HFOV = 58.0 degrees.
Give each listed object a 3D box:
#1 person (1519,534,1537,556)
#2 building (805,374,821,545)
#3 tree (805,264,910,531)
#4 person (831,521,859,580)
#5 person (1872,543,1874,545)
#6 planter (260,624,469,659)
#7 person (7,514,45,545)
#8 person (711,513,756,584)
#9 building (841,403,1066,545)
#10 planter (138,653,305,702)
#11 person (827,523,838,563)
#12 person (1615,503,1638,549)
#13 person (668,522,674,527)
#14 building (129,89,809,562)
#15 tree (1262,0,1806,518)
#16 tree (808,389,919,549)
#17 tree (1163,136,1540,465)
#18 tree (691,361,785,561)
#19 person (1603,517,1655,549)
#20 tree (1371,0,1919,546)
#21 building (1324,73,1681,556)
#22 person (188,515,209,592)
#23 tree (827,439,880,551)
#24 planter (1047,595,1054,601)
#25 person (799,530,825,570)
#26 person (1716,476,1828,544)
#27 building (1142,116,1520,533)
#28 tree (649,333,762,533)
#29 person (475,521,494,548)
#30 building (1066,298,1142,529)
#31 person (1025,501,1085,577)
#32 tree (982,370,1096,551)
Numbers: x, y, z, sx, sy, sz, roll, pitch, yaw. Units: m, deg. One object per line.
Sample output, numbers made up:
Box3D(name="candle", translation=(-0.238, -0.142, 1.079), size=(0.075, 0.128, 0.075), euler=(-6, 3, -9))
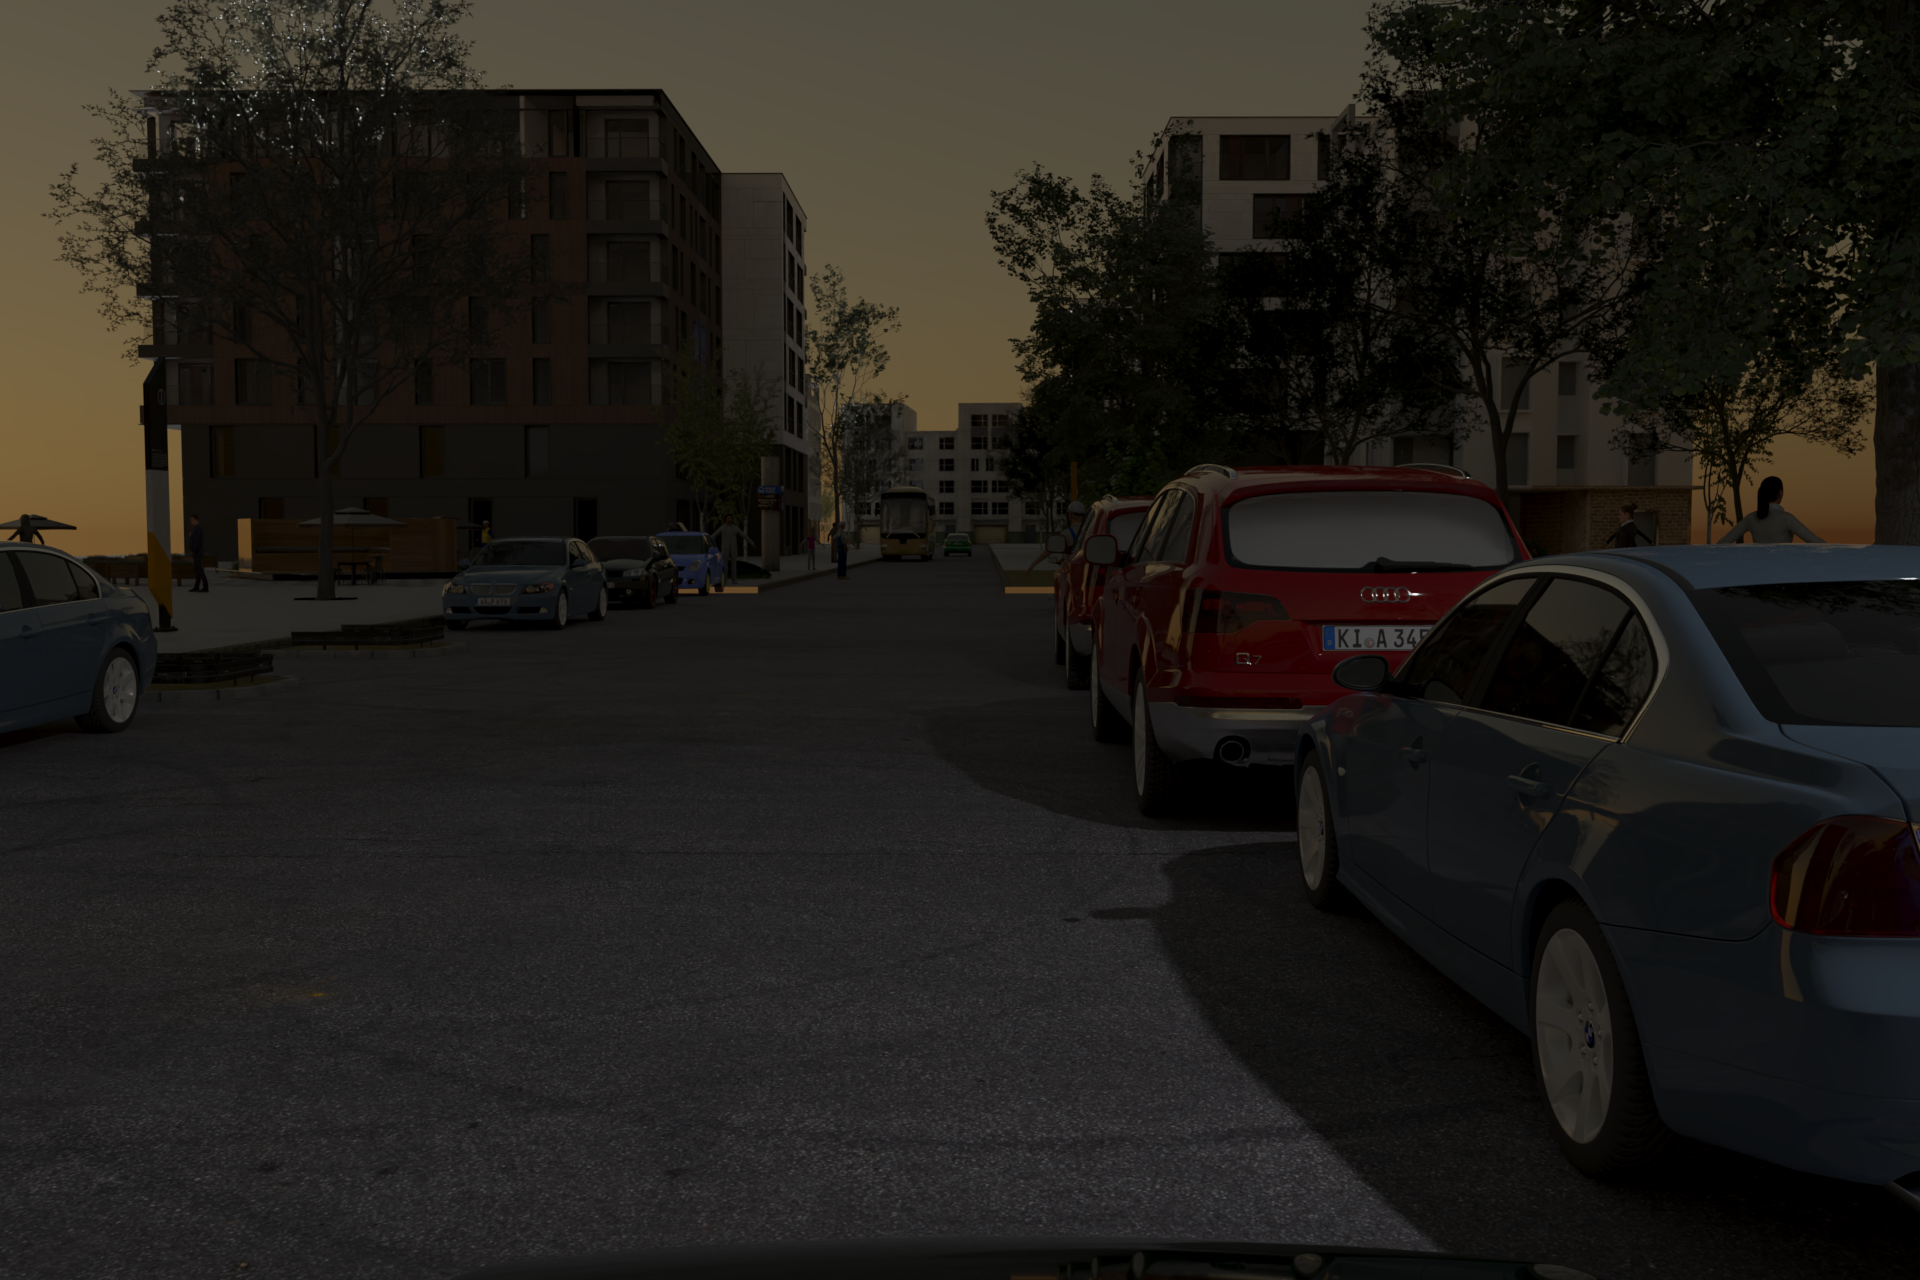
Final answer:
Box3D(name="person", translation=(9.033, -1.360, 29.011), size=(1.217, 1.736, 0.721), euler=(2, 4, 28))
Box3D(name="building", translation=(-22.620, -21.336, 205.266), size=(16.016, 20.090, 11.380), euler=(0, 4, 0))
Box3D(name="tree", translation=(-9.818, -16.421, 124.371), size=(12.611, 20.169, 13.585), euler=(0, 3, 0))
Box3D(name="person", translation=(-3.698, -2.837, 54.703), size=(0.705, 1.847, 1.347), euler=(-3, 5, -42))
Box3D(name="person", translation=(9.334, -0.644, 17.345), size=(0.721, 1.737, 1.217), euler=(0, 4, -3))
Box3D(name="planter", translation=(-7.065, 0.014, 20.916), size=(1.991, 0.319, 1.994), euler=(0, 4, 1))
Box3D(name="person", translation=(-24.818, -2.438, 45.995), size=(0.705, 1.813, 1.348), euler=(1, 4, 20))
Box3D(name="person", translation=(-5.899, -2.333, 44.325), size=(1.347, 1.806, 0.705), euler=(-1, 4, -15))
Box3D(name="building", translation=(0.435, -22.692, 239.934), size=(31.486, 18.905, 16.747), euler=(0, 4, 5))
Box3D(name="planter", translation=(-7.130, 0.331, 15.729), size=(1.991, 0.319, 1.994), euler=(0, 4, 1))
Box3D(name="person", translation=(-5.583, -4.345, 77.320), size=(0.705, 1.796, 1.348), euler=(-3, 4, -38))
Box3D(name="person", translation=(9.464, -1.097, 24.784), size=(0.445, 1.727, 0.742), euler=(0, 4, 8))
Box3D(name="person", translation=(-13.029, -4.420, 78.394), size=(0.704, 1.817, 1.347), euler=(-3, 4, -38))
Box3D(name="building", translation=(-24.000, -15.431, 96.265), size=(27.936, 21.610, 32.646), euler=(0, 4, 1))
Box3D(name="tree", translation=(8.732, -5.680, 27.282), size=(8.767, 10.594, 7.601), euler=(1, 4, 20))
Box3D(name="tree", translation=(-8.439, -14.357, 145.105), size=(12.009, 13.543, 11.850), euler=(0, 3, 0))
Box3D(name="tree", translation=(9.026, -6.528, 41.142), size=(8.767, 10.594, 7.601), euler=(-1, 4, -12))
Box3D(name="tree", translation=(-9.318, -7.564, 74.026), size=(4.737, 8.622, 4.395), euler=(0, 3, 0))
Box3D(name="person", translation=(16.352, -2.177, 42.323), size=(1.216, 1.740, 0.721), euler=(2, 4, 30))
Box3D(name="tree", translation=(8.297, -6.615, 14.813), size=(9.857, 13.997, 8.962), euler=(0, 3, 0))
Box3D(name="building", translation=(21.763, -13.528, 77.600), size=(16.016, 20.090, 11.380), euler=(0, 4, 1))
Box3D(name="person", translation=(-16.818, -1.910, 38.193), size=(0.530, 1.710, 0.541), euler=(0, 4, -7))
Box3D(name="tree", translation=(-8.756, -11.287, 134.899), size=(4.360, 8.622, 3.978), euler=(0, 3, 0))
Box3D(name="planter", translation=(2.905, -1.026, 37.917), size=(1.991, 0.319, 1.994), euler=(0, 4, 1))
Box3D(name="person", translation=(-5.273, -3.208, 61.721), size=(0.991, 1.433, 0.599), euler=(-2, 4, -26))
Box3D(name="person", translation=(6.369, -0.410, 13.539), size=(0.721, 1.735, 1.217), euler=(-3, 5, -40))
Box3D(name="building", translation=(24.326, -15.742, 101.356), size=(27.936, 21.610, 32.646), euler=(0, 4, 0))
Box3D(name="tree", translation=(-9.370, -6.905, 63.258), size=(4.737, 8.622, 4.395), euler=(0, 3, 0))
Box3D(name="person", translation=(-19.363, -3.959, 70.706), size=(1.349, 1.833, 0.705), euler=(3, 5, 43))
Box3D(name="building", translation=(24.046, -19.703, 166.116), size=(27.936, 21.610, 32.646), euler=(0, 4, 1))
Box3D(name="person", translation=(1.454, -0.830, 21.881), size=(1.347, 1.847, 0.705), euler=(-2, 4, -27))
Box3D(name="tree", translation=(6.532, -13.462, 130.480), size=(12.009, 13.543, 11.850), euler=(0, 3, 0))
